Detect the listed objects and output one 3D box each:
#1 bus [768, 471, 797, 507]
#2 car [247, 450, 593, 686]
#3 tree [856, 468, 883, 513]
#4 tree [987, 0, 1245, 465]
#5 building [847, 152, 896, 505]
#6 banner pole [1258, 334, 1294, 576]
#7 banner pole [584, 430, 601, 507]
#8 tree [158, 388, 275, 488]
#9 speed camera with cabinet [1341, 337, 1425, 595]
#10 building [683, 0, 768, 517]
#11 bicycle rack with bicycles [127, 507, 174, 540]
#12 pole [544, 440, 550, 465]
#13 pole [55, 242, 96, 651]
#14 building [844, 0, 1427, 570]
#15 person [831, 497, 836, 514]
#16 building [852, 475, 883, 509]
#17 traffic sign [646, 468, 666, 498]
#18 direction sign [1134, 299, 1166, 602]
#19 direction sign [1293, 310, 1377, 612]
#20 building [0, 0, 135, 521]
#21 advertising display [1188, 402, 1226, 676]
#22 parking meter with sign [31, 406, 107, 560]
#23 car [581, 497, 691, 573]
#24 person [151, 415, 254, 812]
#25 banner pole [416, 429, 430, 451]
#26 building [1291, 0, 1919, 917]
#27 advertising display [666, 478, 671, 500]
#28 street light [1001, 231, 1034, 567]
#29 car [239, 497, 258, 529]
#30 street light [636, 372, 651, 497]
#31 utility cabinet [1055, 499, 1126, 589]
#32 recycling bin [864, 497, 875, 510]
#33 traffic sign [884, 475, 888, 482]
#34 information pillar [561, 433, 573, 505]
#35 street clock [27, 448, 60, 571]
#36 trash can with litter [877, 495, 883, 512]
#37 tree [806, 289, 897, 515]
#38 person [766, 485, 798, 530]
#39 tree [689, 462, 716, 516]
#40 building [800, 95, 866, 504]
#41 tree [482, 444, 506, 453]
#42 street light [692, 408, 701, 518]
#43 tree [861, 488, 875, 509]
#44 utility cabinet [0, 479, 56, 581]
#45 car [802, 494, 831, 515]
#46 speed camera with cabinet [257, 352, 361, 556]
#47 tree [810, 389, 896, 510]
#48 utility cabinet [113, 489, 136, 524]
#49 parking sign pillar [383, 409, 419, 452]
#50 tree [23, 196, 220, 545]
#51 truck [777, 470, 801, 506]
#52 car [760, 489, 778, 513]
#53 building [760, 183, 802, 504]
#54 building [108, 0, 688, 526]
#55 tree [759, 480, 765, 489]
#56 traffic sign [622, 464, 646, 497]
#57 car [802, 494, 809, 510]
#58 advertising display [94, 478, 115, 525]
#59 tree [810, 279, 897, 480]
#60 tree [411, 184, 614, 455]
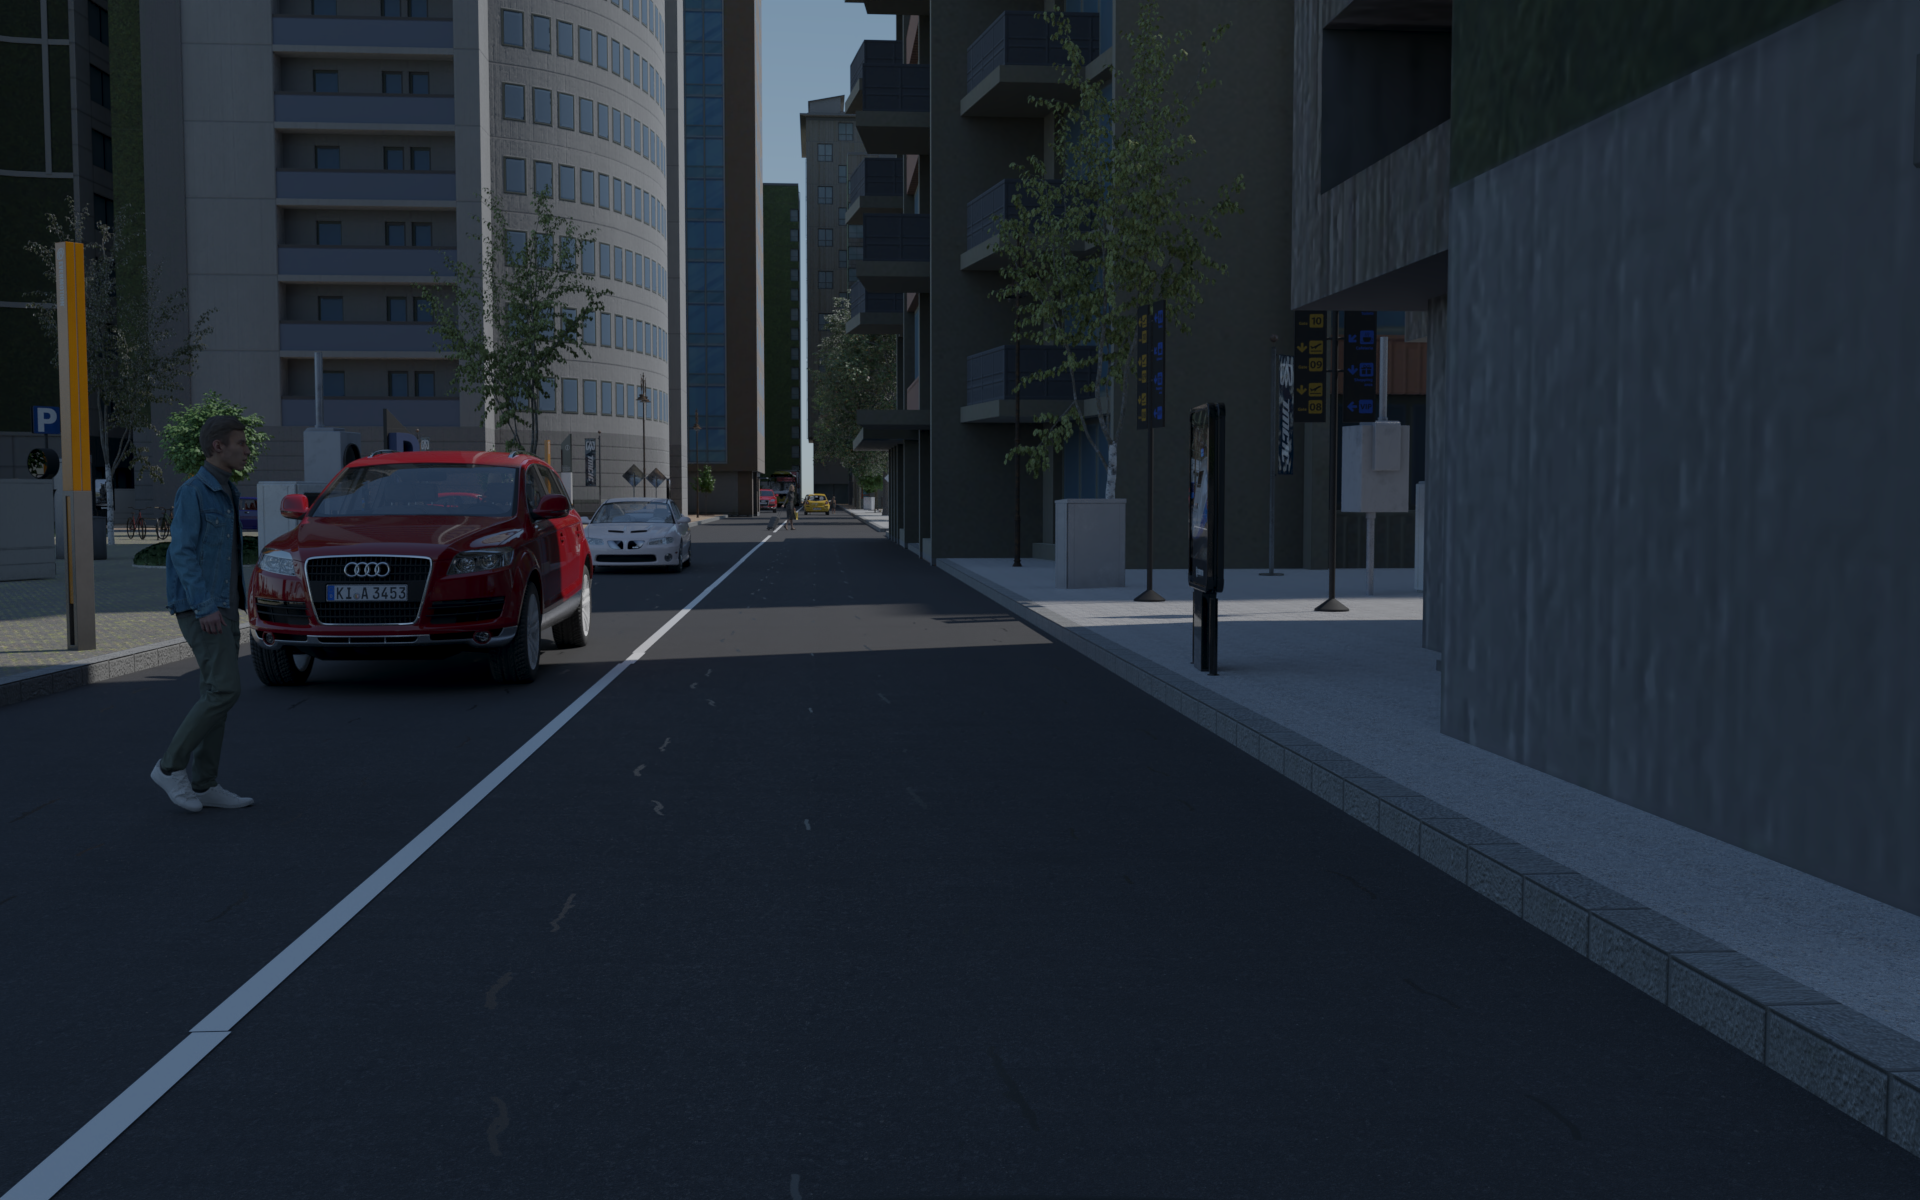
[{"bbox_3d":[-19.334,-12.119,189.699,2.896,3.916,12.252,0,4,-4],"label":"bus"},{"bbox_3d":[-4.381,-0.369,14.714,2.281,1.827,5.304,0,4,-5],"label":"car"},{"bbox_3d":[-6.406,-9.214,134.363,4.285,4.588,4.351,0,3,0],"label":"tree"},{"bbox_3d":[2.240,-4.612,25.772,4.737,8.622,4.395,0,3,0],"label":"tree"},{"bbox_3d":[-6.650,-32.214,210.292,14.154,41.232,14.086,0,4,-5],"label":"building"},{"bbox_3d":[5.065,-2.285,27.382,0.401,3.779,0.863,3,5,41],"label":"banner pole"},{"bbox_3d":[-14.405,-4.786,68.275,0.863,3.779,0.401,1,4,13],"label":"banner pole"},{"bbox_3d":[-23.122,-4.291,53.869,4.285,4.588,4.351,0,3,0],"label":"tree"},{"bbox_3d":[5.953,-1.708,22.258,2.038,3.252,0.660,-1,4,-15],"label":"speed camera with cabinet"},{"bbox_3d":[-19.928,-28.252,112.030,14.600,45.320,14.200,0,4,-5],"label":"building"},{"bbox_3d":[-22.094,-2.181,49.037,2.852,0.926,2.925,-3,4,-36],"label":"bicycle rack with bicycles"},{"bbox_3d":[-15.603,-4.387,65.571,0.158,3.312,0.155,0,3,0],"label":"pole"},{"bbox_3d":[-7.233,-1.243,14.163,0.158,3.312,0.155,0,3,0],"label":"pole"},{"bbox_3d":[8.335,-23.708,42.245,22.147,44.769,28.867,0,4,-5],"label":"building"},{"bbox_3d":[-9.167,-6.845,125.084,0.362,1.253,0.373,0,4,-4],"label":"person"},{"bbox_3d":[3.799,-19.613,165.709,27.650,21.520,28.899,0,4,-5],"label":"building"},{"bbox_3d":[-11.533,-3.800,65.773,0.795,2.450,0.064,0,4,-5],"label":"traffic sign"},{"bbox_3d":[2.270,-1.751,20.633,0.379,3.537,0.876,-1,4,-14],"label":"direction sign"},{"bbox_3d":[4.079,-1.645,18.896,0.876,3.537,0.379,1,4,8],"label":"direction sign"},{"bbox_3d":[-47.032,-38.746,71.756,20.611,71.187,20.563,0,4,-5],"label":"building"},{"bbox_3d":[1.790,-0.453,12.620,0.123,1.923,0.974,0,4,0],"label":"advertising display"},{"bbox_3d":[-17.452,-2.310,34.037,1.738,3.016,0.543,2,4,31],"label":"parking meter with sign"},{"bbox_3d":[-6.134,-1.259,32.946,2.083,1.381,4.827,0,4,-5],"label":"car"},{"bbox_3d":[-3.414,0.063,7.817,0.444,1.785,0.601,0,4,0],"label":"person"},{"bbox_3d":[-20.670,-4.685,66.623,0.863,3.779,0.401,2,4,27],"label":"banner pole"},{"bbox_3d":[9.400,-14.638,11.033,14.160,30.474,14.107,0,4,-5],"label":"building"},{"bbox_3d":[-11.918,-4.013,70.825,0.123,1.923,0.974,0,4,-6],"label":"advertising display"},{"bbox_3d":[1.012,-3.525,30.428,0.468,5.910,1.993,0,4,-5],"label":"street light"},{"bbox_3d":[-24.886,-2.996,61.569,3.894,1.354,1.945,0,4,-3],"label":"car"},{"bbox_3d":[-12.024,-5.696,65.923,0.468,5.910,1.993,0,4,-5],"label":"street light"},{"bbox_3d":[1.785,-0.769,23.731,1.020,1.237,0.306,-2,4,-34],"label":"utility cabinet"},{"bbox_3d":[-7.264,-7.730,138.932,0.722,1.027,0.722,2,4,24],"label":"recycling bin"},{"bbox_3d":[-2.517,-3.844,66.494,0.795,2.450,0.064,0,4,-5],"label":"traffic sign"},{"bbox_3d":[-15.148,-4.612,66.765,0.504,3.616,0.183,2,4,27],"label":"information pillar"},{"bbox_3d":[-14.514,-1.401,27.472,0.471,2.002,0.358,2,4,25],"label":"street clock"},{"bbox_3d":[-5.009,-6.862,123.248,2.233,1.210,1.678,0,4,5],"label":"trash can with litter"},{"bbox_3d":[-4.299,-12.061,103.858,9.857,13.997,8.962,0,3,0],"label":"tree"},{"bbox_3d":[-7.017,-3.667,68.667,1.509,1.804,0.699,-3,5,-40],"label":"person"},{"bbox_3d":[-15.263,-6.703,104.192,1.663,3.219,1.824,0,3,0],"label":"tree"},{"bbox_3d":[-7.965,-39.676,237.934,27.495,52.752,28.713,0,4,-5],"label":"building"},{"bbox_3d":[-17.936,-4.398,66.507,1.663,3.219,1.824,0,3,0],"label":"tree"},{"bbox_3d":[-14.181,-7.380,93.458,0.468,5.910,1.993,0,4,-5],"label":"street light"},{"bbox_3d":[-7.914,-9.414,148.512,1.663,3.219,1.824,0,3,0],"label":"tree"},{"bbox_3d":[-13.994,-1.039,25.665,0.318,1.500,1.173,1,4,14],"label":"utility cabinet"},{"bbox_3d":[-9.876,-6.666,119.207,2.015,1.641,3.980,0,4,-6],"label":"car"},{"bbox_3d":[-8.828,-1.789,23.579,0.660,3.252,2.038,0,4,5],"label":"speed camera with cabinet"},{"bbox_3d":[-8.408,-13.217,141.847,9.928,11.665,9.643,0,3,0],"label":"tree"},{"bbox_3d":[-35.580,-3.976,73.689,0.318,1.500,1.173,2,4,31],"label":"utility cabinet"},{"bbox_3d":[-17.742,-4.081,55.188,1.447,3.967,1.447,1,4,23],"label":"parking sign pillar"},{"bbox_3d":[-21.295,-5.706,43.657,4.360,8.622,3.978,0,3,0],"label":"tree"},{"bbox_3d":[-20.207,-13.154,203.986,2.839,4.237,11.283,0,4,-3],"label":"truck"},{"bbox_3d":[-15.087,-7.598,132.902,2.281,1.827,5.304,0,4,-6],"label":"car"},{"bbox_3d":[-28.110,-33.396,229.611,14.086,41.232,14.154,0,4,-5],"label":"building"},{"bbox_3d":[-24.800,-33.026,81.976,21.231,58.520,28.212,0,4,-5],"label":"building"},{"bbox_3d":[-23.541,-12.575,200.196,1.663,3.219,1.824,0,3,0],"label":"tree"},{"bbox_3d":[-10.876,-3.313,57.815,0.795,2.450,0.064,0,4,-5],"label":"traffic sign"},{"bbox_3d":[-13.690,-9.237,160.810,2.009,1.686,4.222,0,4,-4],"label":"car"},{"bbox_3d":[-35.119,-4.032,71.135,0.974,1.923,0.123,1,4,22],"label":"advertising display"},{"bbox_3d":[-2.864,-10.246,84.527,9.611,12.733,9.660,0,3,0],"label":"tree"},{"bbox_3d":[-10.301,-5.510,40.455,4.737,8.622,4.395,0,3,0],"label":"tree"}]
